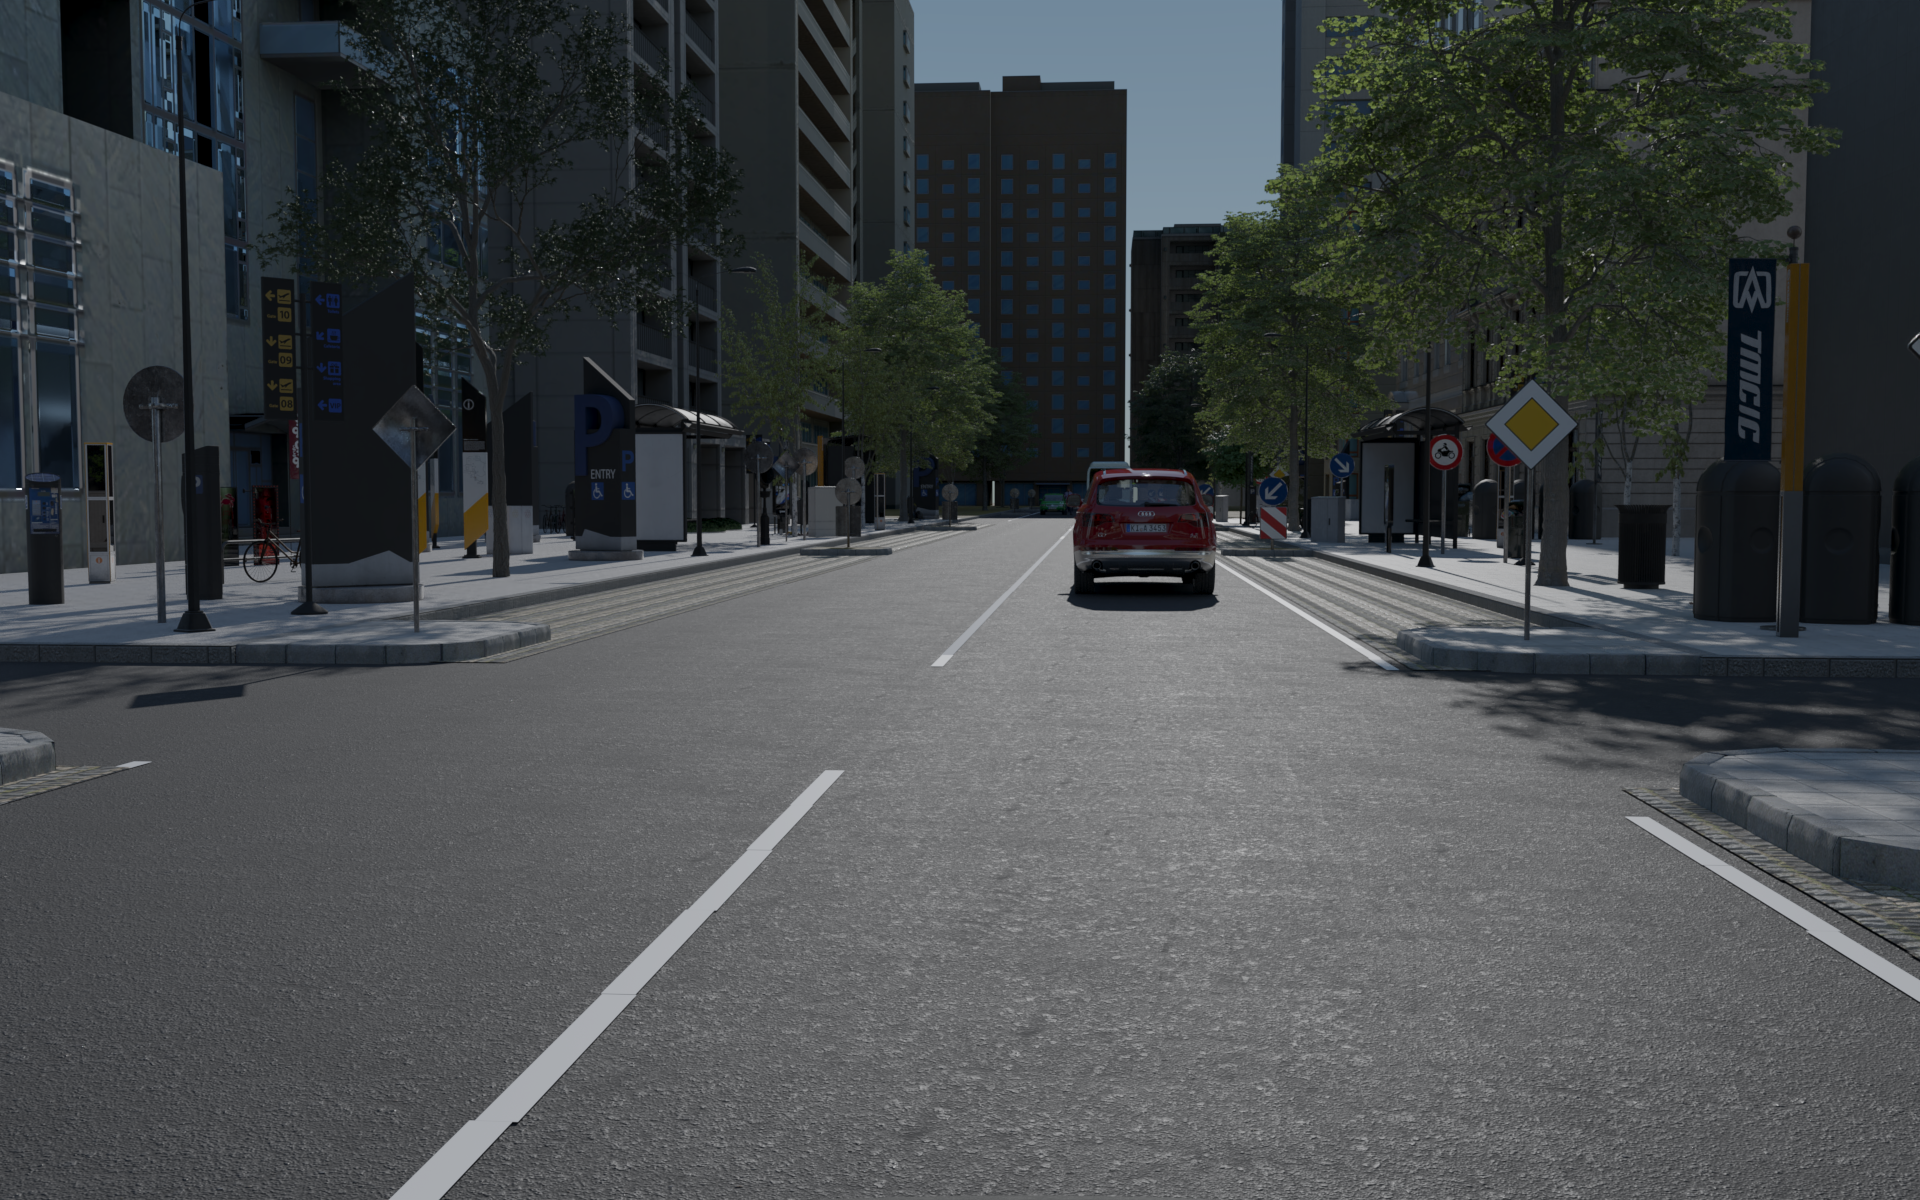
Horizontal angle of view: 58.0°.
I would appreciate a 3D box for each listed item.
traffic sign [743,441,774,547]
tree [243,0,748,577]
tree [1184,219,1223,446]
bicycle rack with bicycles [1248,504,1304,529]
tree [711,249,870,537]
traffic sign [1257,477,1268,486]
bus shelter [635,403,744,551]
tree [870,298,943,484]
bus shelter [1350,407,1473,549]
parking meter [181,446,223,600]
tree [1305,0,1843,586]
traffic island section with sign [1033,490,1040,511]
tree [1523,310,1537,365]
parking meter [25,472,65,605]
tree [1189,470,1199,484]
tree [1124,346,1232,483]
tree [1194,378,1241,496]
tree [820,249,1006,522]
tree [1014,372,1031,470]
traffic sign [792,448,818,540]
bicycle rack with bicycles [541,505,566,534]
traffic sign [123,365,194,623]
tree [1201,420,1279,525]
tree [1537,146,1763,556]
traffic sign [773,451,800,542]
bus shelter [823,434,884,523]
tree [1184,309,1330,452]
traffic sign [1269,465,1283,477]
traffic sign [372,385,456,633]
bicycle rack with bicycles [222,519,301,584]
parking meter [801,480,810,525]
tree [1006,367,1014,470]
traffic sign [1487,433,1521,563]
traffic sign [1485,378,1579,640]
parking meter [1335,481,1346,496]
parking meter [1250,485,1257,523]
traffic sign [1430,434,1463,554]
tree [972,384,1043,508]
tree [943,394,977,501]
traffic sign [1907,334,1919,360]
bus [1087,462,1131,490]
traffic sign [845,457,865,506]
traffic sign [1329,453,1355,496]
[{"bbox_3d":[-4.887,-2.558,41.925,0.768,2.556,0.104,1,4,14],"label":"traffic sign"},{"bbox_3d":[-6.983,-5.649,26.779,8.767,10.594,7.601,1,4,14],"label":"tree"},{"bbox_3d":[11.392,-8.630,59.223,7.486,12.596,7.792,0,3,0],"label":"tree"},{"bbox_3d":[12.291,-3.082,63.768,2.852,0.926,2.925,-1,4,-20],"label":"bicycle rack with bicycles"},{"bbox_3d":[-5.156,-6.174,51.314,4.737,8.622,4.395,0,3,0],"label":"tree"},{"bbox_3d":[15.504,-5.464,89.444,0.768,2.556,0.104,0,4,7],"label":"traffic sign"},{"bbox_3d":[-6.689,-2.893,41.222,2.014,3.302,5.546,0,4,5],"label":"bus shelter"},{"bbox_3d":[-3.363,-6.963,64.205,4.737,8.622,4.395,0,3,0],"label":"tree"},{"bbox_3d":[11.099,-3.004,43.035,2.014,3.302,5.546,0,4,5],"label":"bus shelter"},{"bbox_3d":[-9.211,-0.938,21.039,0.399,1.863,0.255,1,4,14],"label":"parking meter"},{"bbox_3d":[8.214,-6.495,24.327,7.486,12.596,7.792,0,3,0],"label":"tree"},{"bbox_3d":[6.055,-8.318,144.626,1.989,1.847,2.006,0,4,5],"label":"traffic island section with sign"},{"bbox_3d":[15.324,-5.475,39.872,4.737,8.622,4.395,0,3,0],"label":"tree"},{"bbox_3d":[-10.658,-0.719,20.169,0.372,1.533,0.369,0,3,0],"label":"parking meter"},{"bbox_3d":[17.939,-8.595,135.123,1.663,3.219,1.824,0,3,0],"label":"tree"},{"bbox_3d":[19.036,-14.892,150.146,9.857,13.997,8.962,0,3,0],"label":"tree"},{"bbox_3d":[15.591,-9.310,102.576,4.360,8.622,3.978,0,3,0],"label":"tree"},{"bbox_3d":[-2.628,-9.907,80.106,7.486,12.596,7.792,0,3,0],"label":"tree"},{"bbox_3d":[1.834,-13.191,133.800,7.486,12.596,7.792,0,3,0],"label":"tree"},{"bbox_3d":[-4.301,-2.918,47.814,0.768,2.556,0.104,1,4,10],"label":"traffic sign"},{"bbox_3d":[-13.871,-2.669,57.024,2.852,0.926,2.925,0,4,6],"label":"bicycle rack with bicycles"},{"bbox_3d":[-7.950,-1.044,17.174,0.768,2.556,0.104,1,4,9],"label":"traffic sign"},{"bbox_3d":[11.812,-5.473,73.193,4.285,4.588,4.351,0,3,0],"label":"tree"},{"bbox_3d":[14.530,-5.207,35.499,4.737,8.622,4.395,0,3,0],"label":"tree"},{"bbox_3d":[-4.667,-2.774,46.538,0.795,2.450,0.064,1,4,13],"label":"traffic sign"},{"bbox_3d":[-4.321,-4.837,70.365,1.731,3.624,6.357,0,4,5],"label":"bus shelter"},{"bbox_3d":[13.955,-8.971,81.094,7.601,10.594,8.767,1,4,13],"label":"tree"},{"bbox_3d":[12.554,-4.095,68.138,0.795,2.450,0.064,0,4,7],"label":"traffic sign"},{"bbox_3d":[-5.034,-0.756,15.997,0.795,2.450,0.064,0,4,5],"label":"traffic sign"},{"bbox_3d":[-9.216,-0.730,25.313,2.852,0.926,2.925,1,4,20],"label":"bicycle rack with bicycles"},{"bbox_3d":[-6.410,-4.051,71.946,0.255,1.863,0.399,1,4,16],"label":"parking meter"},{"bbox_3d":[-1.288,-10.805,94.796,7.486,12.596,7.792,0,3,0],"label":"tree"},{"bbox_3d":[10.163,-1.963,32.195,0.768,2.556,0.104,0,4,8],"label":"traffic sign"},{"bbox_3d":[4.973,-0.703,15.141,0.795,2.450,0.064,0,4,5],"label":"traffic sign"},{"bbox_3d":[16.701,-4.302,76.053,0.399,1.863,0.255,-2,4,-25],"label":"parking meter"},{"bbox_3d":[12.878,-4.329,76.487,0.399,1.863,0.255,0,4,1],"label":"parking meter"},{"bbox_3d":[10.302,-2.249,36.884,0.768,2.556,0.104,0,4,5],"label":"traffic sign"},{"bbox_3d":[3.927,-14.485,162.579,9.928,11.665,9.643,0,3,0],"label":"tree"},{"bbox_3d":[-0.668,-9.512,105.879,4.737,8.622,4.395,0,3,0],"label":"tree"},{"bbox_3d":[4.306,-0.217,7.184,0.795,2.450,0.064,0,4,5],"label":"traffic sign"},{"bbox_3d":[9.194,-6.739,105.038,2.948,3.499,13.247,0,4,6],"label":"bus"},{"bbox_3d":[-3.610,-3.590,58.806,0.768,2.556,0.104,0,4,7],"label":"traffic sign"},{"bbox_3d":[11.884,-3.292,53.925,0.768,2.556,0.104,1,4,13],"label":"traffic sign"}]
